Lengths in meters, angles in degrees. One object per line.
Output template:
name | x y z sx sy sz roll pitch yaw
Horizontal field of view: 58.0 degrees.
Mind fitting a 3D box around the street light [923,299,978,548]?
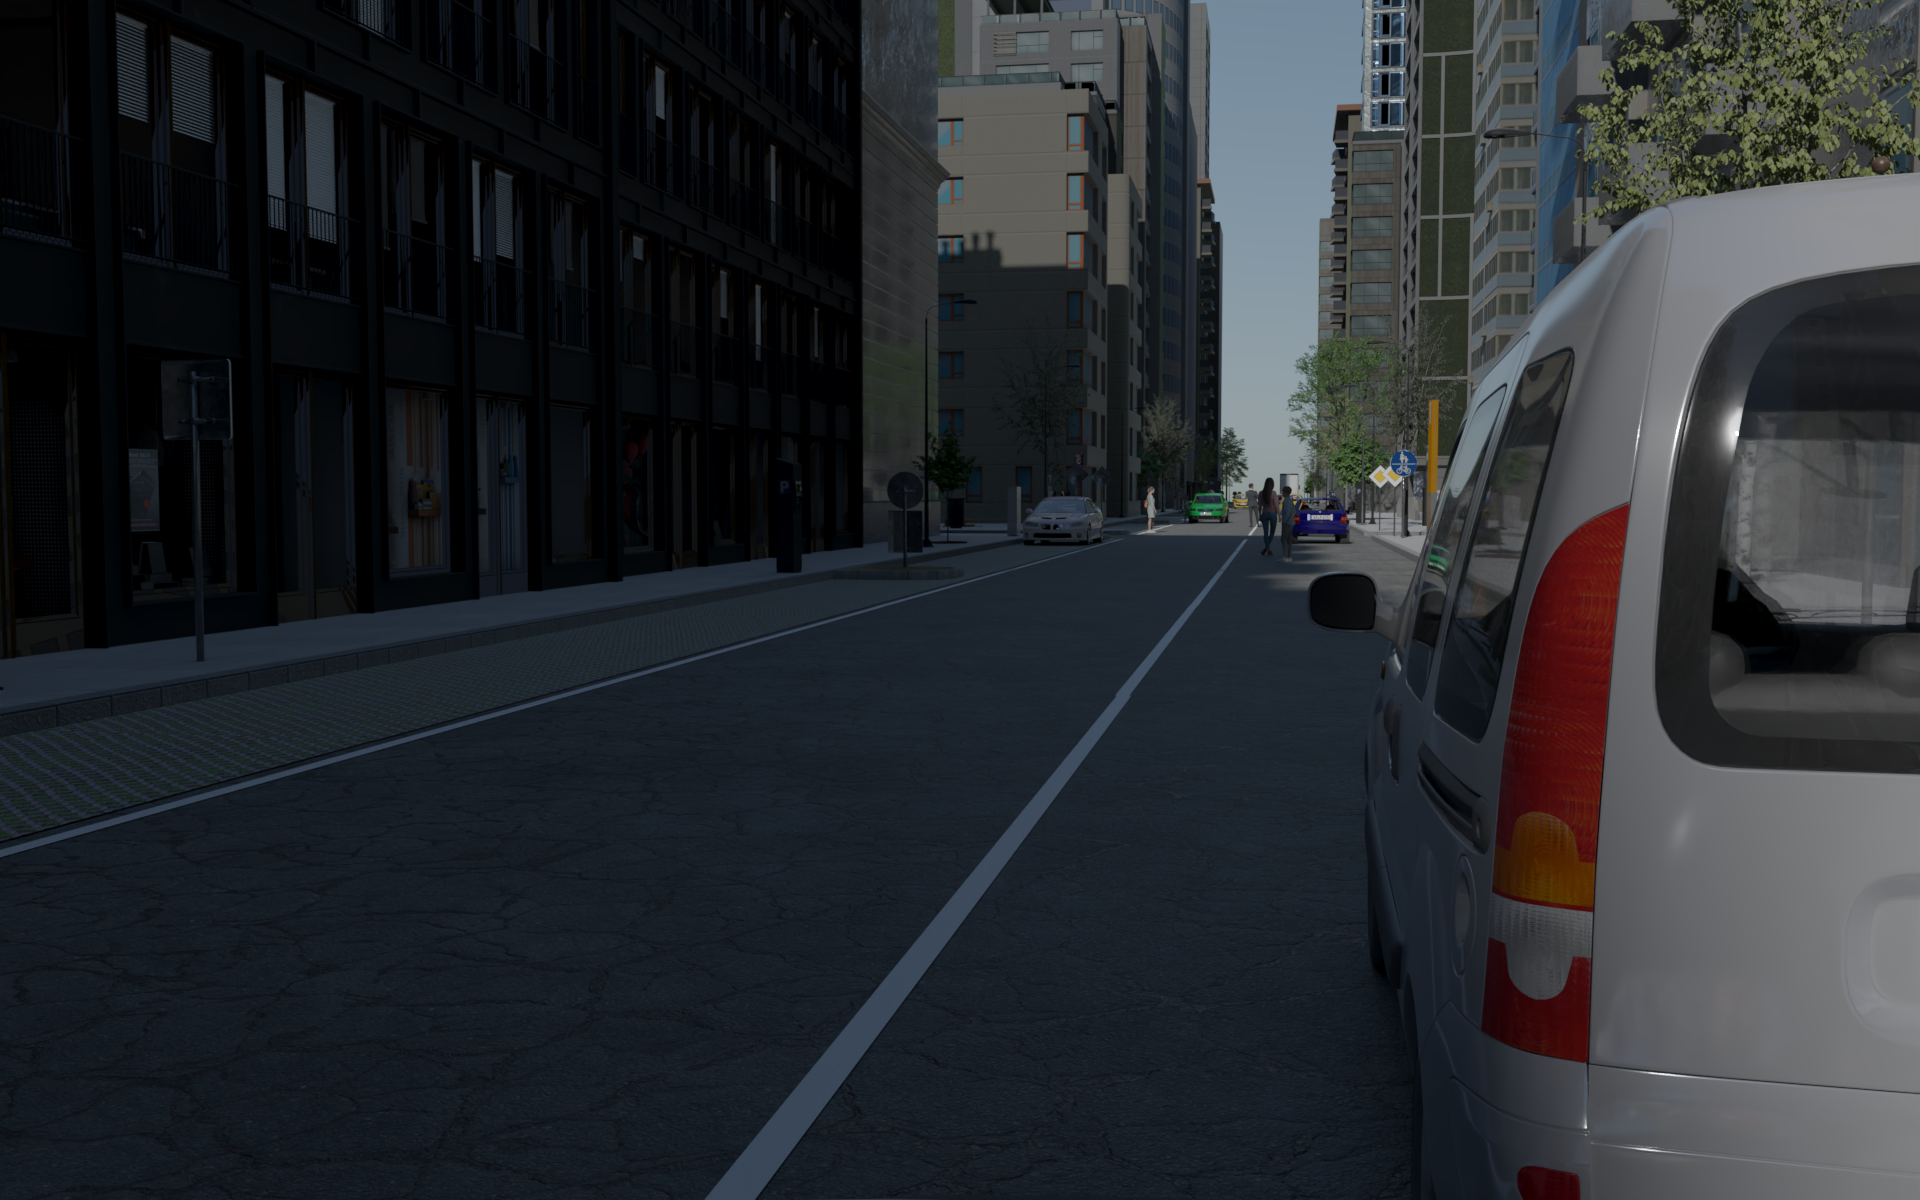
street light | -0.275 -4.215 41.462 1.470 5.913 1.316 1 4 10

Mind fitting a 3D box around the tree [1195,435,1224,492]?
tree | 29.862 -15.911 210.508 4.737 8.622 4.395 0 3 0

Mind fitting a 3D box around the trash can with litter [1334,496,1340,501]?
trash can with litter | 28.032 -7.129 127.942 1.055 1.170 0.624 2 4 28

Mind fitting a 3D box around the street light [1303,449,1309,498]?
street light | 36.517 -12.637 179.148 1.470 5.913 1.316 1 4 10

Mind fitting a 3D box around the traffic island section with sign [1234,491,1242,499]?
traffic island section with sign | 38.353 -14.224 241.181 1.989 1.847 2.006 1 4 10

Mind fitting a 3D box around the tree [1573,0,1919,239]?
tree | 8.165 -4.125 17.805 4.737 8.622 4.395 0 3 0

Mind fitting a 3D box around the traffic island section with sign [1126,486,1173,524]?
traffic island section with sign | 9.134 -4.612 84.039 1.989 1.847 2.006 1 4 10

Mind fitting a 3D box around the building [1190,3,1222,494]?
building | 28.967 -50.233 259.553 20.563 71.187 20.611 1 4 10

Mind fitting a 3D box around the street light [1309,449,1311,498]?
street light | 30.822 -10.738 148.106 1.470 5.913 1.316 1 4 10

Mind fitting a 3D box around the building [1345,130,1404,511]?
building | 38.417 -22.513 139.782 14.160 30.474 14.107 1 4 10

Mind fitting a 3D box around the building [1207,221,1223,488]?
building | 34.670 -38.339 276.955 14.600 45.320 14.200 1 4 10

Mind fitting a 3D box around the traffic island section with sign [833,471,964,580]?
traffic island section with sign | -0.991 -1.284 29.620 1.989 1.847 2.006 1 4 10

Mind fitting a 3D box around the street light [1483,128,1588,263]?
street light | 7.338 -3.028 22.054 1.470 5.913 1.316 1 4 10

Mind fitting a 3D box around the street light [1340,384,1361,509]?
street light | 16.954 -6.166 73.352 1.470 5.913 1.316 1 4 10

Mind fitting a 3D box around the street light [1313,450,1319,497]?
street light | 28.119 -9.840 133.427 1.470 5.913 1.316 1 4 10

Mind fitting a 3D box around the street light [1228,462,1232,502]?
street light | 38.346 -16.921 249.204 1.470 5.913 1.316 1 4 10

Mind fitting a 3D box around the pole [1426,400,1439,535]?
pole | 10.263 -2.678 37.625 0.158 3.312 0.155 0 3 0

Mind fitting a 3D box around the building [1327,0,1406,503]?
building | 46.171 -51.799 159.589 22.319 86.520 31.000 1 4 10

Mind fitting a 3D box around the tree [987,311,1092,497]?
tree | 3.407 -7.237 68.690 4.360 8.622 3.978 0 3 0

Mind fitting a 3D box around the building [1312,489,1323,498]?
building | 65.338 -33.299 236.322 32.217 40.220 23.993 1 4 10

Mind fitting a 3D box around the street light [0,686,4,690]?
street light | -5.916 -2.354 11.034 1.470 5.913 1.316 1 4 10

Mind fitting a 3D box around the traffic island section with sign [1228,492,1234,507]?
traffic island section with sign | 28.223 -10.889 186.666 1.989 1.847 2.006 1 4 10

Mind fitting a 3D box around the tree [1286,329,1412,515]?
tree | 24.094 -11.153 108.111 9.928 11.665 9.643 0 3 0

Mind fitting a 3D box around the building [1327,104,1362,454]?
building | 52.142 -32.803 190.953 22.147 44.769 28.867 1 4 10

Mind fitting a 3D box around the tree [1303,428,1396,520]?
tree | 19.848 -6.249 85.882 4.285 4.588 4.351 0 3 0

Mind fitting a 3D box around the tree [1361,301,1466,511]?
tree | 17.373 -7.139 67.078 4.360 8.622 3.978 0 3 0

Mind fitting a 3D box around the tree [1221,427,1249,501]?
tree | 45.189 -22.928 292.994 7.486 12.596 7.792 0 3 0

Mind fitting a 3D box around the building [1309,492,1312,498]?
building | 72.250 -35.692 275.437 32.217 40.220 23.993 1 4 10

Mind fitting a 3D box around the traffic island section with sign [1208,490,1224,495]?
traffic island section with sign | 23.245 -9.252 159.898 1.989 1.847 2.006 1 4 10

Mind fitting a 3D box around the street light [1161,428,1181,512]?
street light | 14.858 -9.153 122.199 1.470 5.913 1.316 1 4 10

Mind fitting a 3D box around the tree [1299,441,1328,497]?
tree | 44.934 -16.432 219.018 4.360 8.622 3.978 0 3 0

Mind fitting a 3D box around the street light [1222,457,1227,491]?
street light | 32.797 -15.084 219.160 1.470 5.913 1.316 1 4 10

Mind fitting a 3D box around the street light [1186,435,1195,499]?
street light | 17.649 -10.083 137.402 1.470 5.913 1.316 1 4 10

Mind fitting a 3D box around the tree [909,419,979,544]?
tree | -0.213 -3.083 45.005 1.663 3.219 1.824 0 3 0

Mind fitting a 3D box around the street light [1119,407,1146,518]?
street light | 9.163 -7.317 92.182 1.470 5.913 1.316 1 4 10

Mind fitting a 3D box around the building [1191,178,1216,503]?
building | 23.226 -35.550 235.874 22.147 44.769 28.867 1 4 10

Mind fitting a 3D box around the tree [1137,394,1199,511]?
tree | 15.700 -11.120 132.177 4.360 8.622 3.978 0 3 0

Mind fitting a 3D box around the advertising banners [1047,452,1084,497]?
advertising banners | 4.432 -4.708 73.163 2.074 3.025 0.090 3 5 43

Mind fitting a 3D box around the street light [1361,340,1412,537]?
street light | 12.950 -4.877 52.281 1.470 5.913 1.316 1 4 10

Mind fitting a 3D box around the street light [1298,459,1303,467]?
street light | 45.837 -15.701 229.258 1.470 5.913 1.316 1 4 10

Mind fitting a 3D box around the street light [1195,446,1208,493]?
street light | 23.298 -11.964 168.156 1.470 5.913 1.316 1 4 10

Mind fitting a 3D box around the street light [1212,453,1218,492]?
street light | 28.934 -13.804 198.235 1.470 5.913 1.316 1 4 10

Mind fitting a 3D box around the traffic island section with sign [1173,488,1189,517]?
traffic island section with sign | 14.103 -6.247 110.770 1.989 1.847 2.006 1 4 10

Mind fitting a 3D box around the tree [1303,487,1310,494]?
tree | 53.063 -16.487 264.167 1.663 3.219 1.824 0 3 0

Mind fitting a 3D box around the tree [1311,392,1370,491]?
tree | 27.208 -10.635 124.238 4.737 8.622 4.395 0 3 0

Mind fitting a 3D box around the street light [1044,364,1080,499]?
street light | 3.600 -5.480 62.140 1.470 5.913 1.316 1 4 10

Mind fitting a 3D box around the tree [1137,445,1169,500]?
tree | 12.232 -8.087 115.928 4.285 4.588 4.351 0 3 0

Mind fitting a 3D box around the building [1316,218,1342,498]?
building | 60.153 -35.065 256.901 14.154 41.232 14.086 1 4 10

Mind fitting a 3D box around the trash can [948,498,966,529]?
trash can | -0.149 -3.234 64.537 0.748 1.137 0.748 0 3 0

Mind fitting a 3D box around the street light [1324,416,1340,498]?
street light | 22.430 -8.004 103.409 1.470 5.913 1.316 1 4 10
